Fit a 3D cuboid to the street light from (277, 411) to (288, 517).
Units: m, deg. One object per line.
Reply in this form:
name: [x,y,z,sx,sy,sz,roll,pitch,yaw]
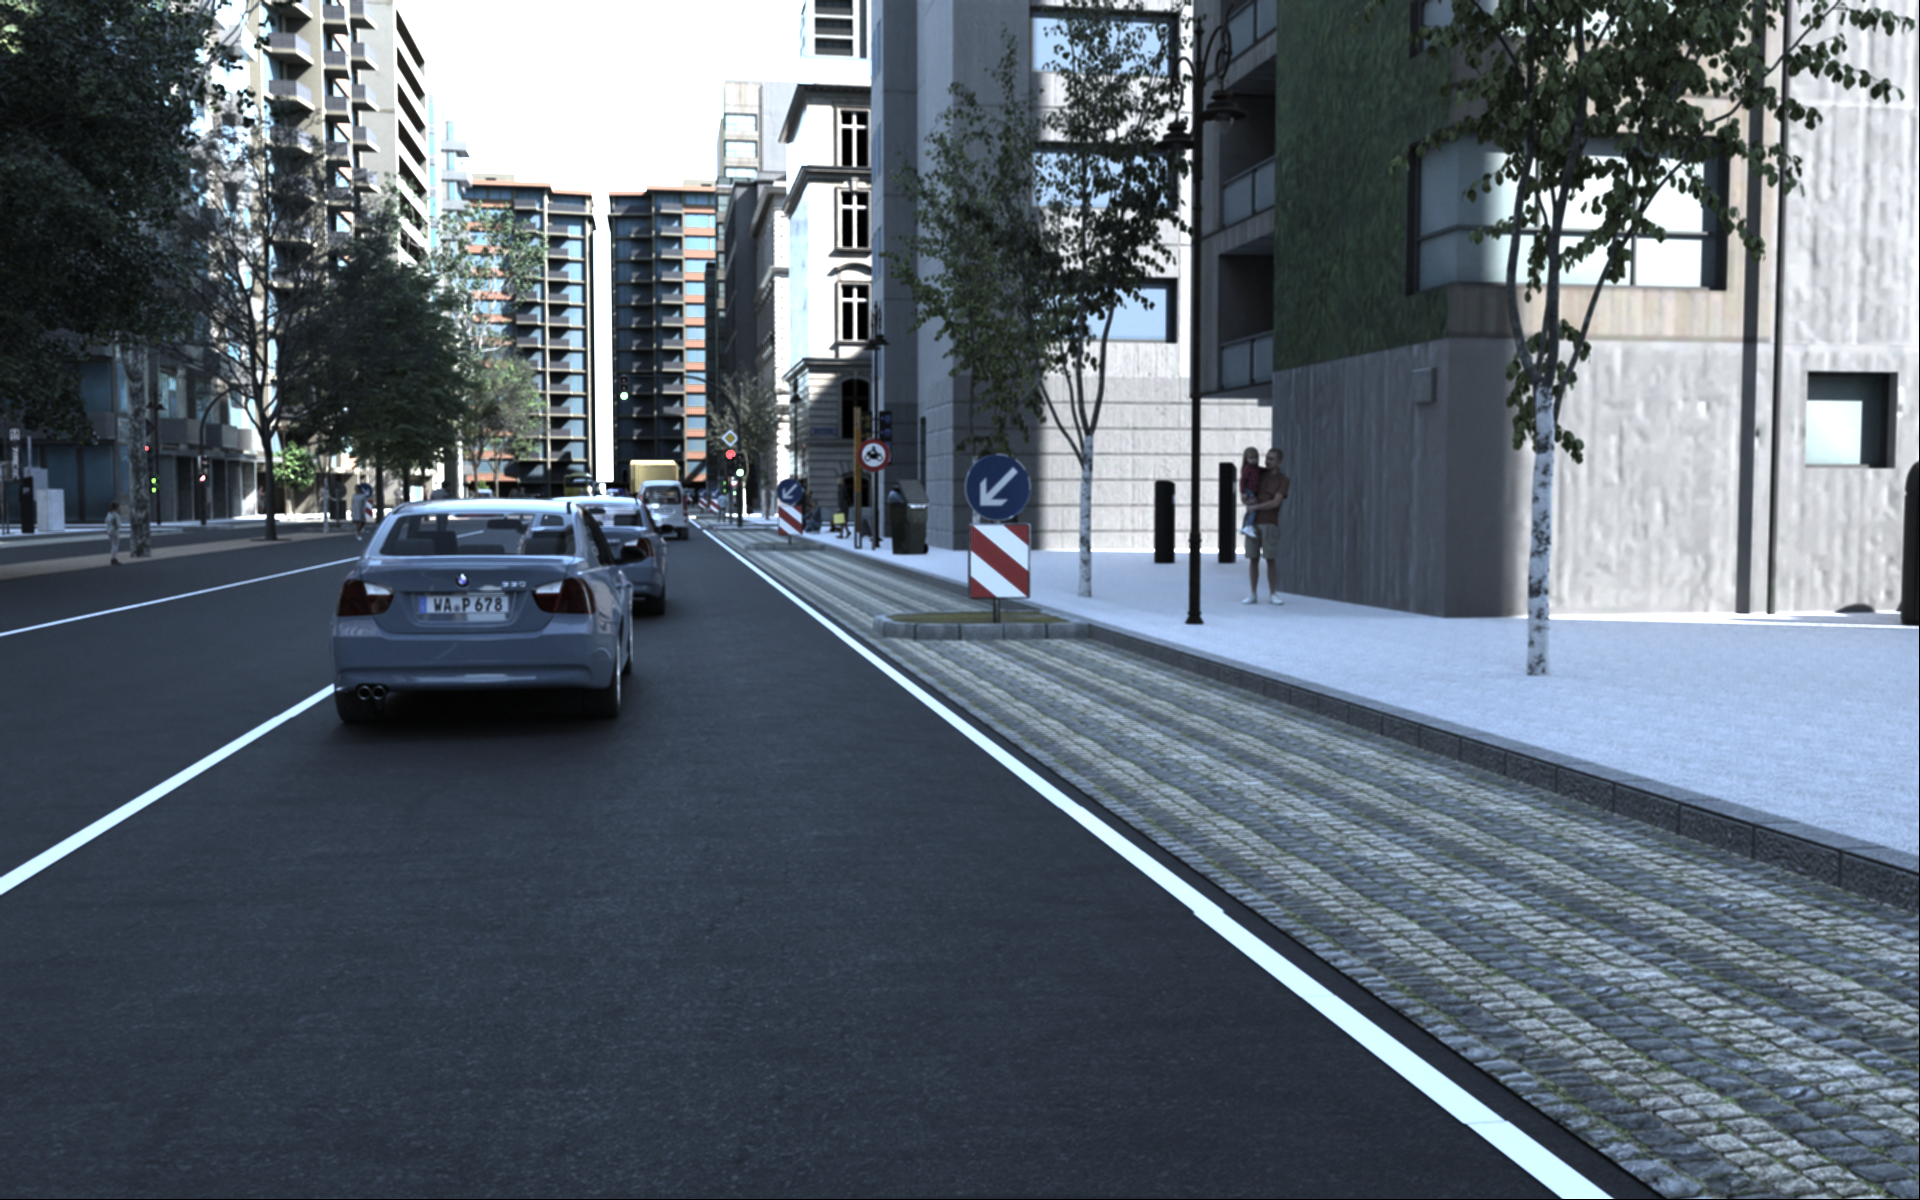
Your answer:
street light: [-37.585,-7.559,96.380,0.468,5.910,1.993,-1,4,-10]

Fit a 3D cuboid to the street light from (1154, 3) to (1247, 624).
street light: [2.322,-2.702,16.972,0.468,5.910,1.993,-1,4,-10]

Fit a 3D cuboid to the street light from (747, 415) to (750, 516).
street light: [-12.085,-7.719,98.999,0.468,5.910,1.993,-1,4,-10]

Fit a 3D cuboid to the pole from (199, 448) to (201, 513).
pole: [-33.753,-5.095,77.152,0.158,3.312,0.155,0,3,0]

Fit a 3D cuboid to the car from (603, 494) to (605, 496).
car: [-38.910,-11.107,190.639,2.155,1.783,4.494,-1,4,-11]

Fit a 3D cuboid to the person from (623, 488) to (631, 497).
person: [-23.083,-6.857,120.412,0.655,1.846,0.447,0,4,4]

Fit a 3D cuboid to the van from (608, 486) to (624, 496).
van: [-39.421,-11.865,198.372,2.240,2.365,5.245,-1,4,-10]

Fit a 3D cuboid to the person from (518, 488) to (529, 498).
person: [-24.716,-5.468,98.083,0.661,1.801,0.590,3,5,42]

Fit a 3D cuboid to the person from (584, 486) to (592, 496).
person: [-17.811,-4.561,83.263,0.537,1.800,0.526,3,4,39]

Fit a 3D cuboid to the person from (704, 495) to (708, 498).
person: [-30.469,-12.173,205.800,1.217,1.736,0.721,0,4,7]

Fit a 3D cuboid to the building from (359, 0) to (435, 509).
building: [-59.295,-32.392,153.314,21.300,48.544,21.600,-1,4,-10]

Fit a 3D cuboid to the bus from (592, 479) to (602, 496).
bus: [-46.094,-13.404,214.012,2.948,3.499,13.247,-1,4,-8]

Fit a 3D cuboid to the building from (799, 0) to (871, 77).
building: [-11.702,-49.389,245.763,20.611,71.187,20.563,-1,4,-10]

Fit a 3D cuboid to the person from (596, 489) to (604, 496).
person: [-27.462,-7.565,132.372,0.721,1.800,0.419,0,4,-7]

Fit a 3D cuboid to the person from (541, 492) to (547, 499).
person: [-47.307,-11.481,197.012,0.742,1.727,0.445,-3,4,-39]

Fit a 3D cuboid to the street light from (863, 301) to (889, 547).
street light: [-2.010,-4.208,41.596,0.468,5.910,1.993,-1,4,-10]

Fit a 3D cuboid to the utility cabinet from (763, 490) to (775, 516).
utility cabinet: [-11.058,-5.577,99.858,0.318,1.500,1.173,-2,4,-35]

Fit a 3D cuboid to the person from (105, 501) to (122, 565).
person: [-17.063,-1.357,34.970,0.425,1.301,0.394,1,4,15]

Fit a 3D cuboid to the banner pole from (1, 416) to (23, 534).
banner pole: [-30.208,-3.986,55.190,0.863,3.779,0.401,1,4,15]

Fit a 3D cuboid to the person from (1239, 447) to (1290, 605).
person: [3.494,-0.866,20.177,0.580,1.828,0.573,-1,4,-17]

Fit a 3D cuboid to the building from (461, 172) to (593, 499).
building: [-64.699,-35.708,238.446,28.867,44.769,22.147,-1,4,-10]

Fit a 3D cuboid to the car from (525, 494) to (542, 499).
car: [-32.985,-7.571,133.574,2.009,1.686,4.222,-1,4,-10]

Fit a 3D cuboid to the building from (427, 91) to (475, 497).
building: [-73.279,-35.702,203.335,30.456,49.044,23.786,-1,4,-10]

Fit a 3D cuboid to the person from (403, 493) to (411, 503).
person: [-30.748,-5.356,96.175,0.767,1.812,0.694,-3,5,-40]

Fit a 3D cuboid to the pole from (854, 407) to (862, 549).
pole: [-2.398,-2.862,40.630,0.158,3.312,0.155,0,3,0]

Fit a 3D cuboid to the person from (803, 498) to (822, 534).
person: [-4.793,-2.719,55.996,0.738,1.151,1.012,-1,4,-14]

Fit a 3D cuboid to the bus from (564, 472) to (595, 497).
bus: [-43.325,-12.564,196.968,2.896,3.916,12.252,-1,4,-9]

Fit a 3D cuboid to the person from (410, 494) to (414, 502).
person: [-29.043,-5.052,91.777,0.598,1.740,0.731,0,4,3]

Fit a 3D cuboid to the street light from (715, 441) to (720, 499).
street light: [-20.842,-10.766,148.810,0.468,5.910,1.993,-1,4,-10]

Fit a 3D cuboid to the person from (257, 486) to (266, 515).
person: [-42.508,-6.065,105.563,0.532,1.782,0.716,-3,4,-38]

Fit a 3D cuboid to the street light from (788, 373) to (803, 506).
street light: [-6.273,-5.715,66.232,0.468,5.910,1.993,-1,4,-10]

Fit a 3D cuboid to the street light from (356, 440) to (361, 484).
street light: [-41.930,-9.065,121.001,0.468,5.910,1.993,-1,4,-10]

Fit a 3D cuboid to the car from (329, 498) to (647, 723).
car: [-3.242,-0.015,12.245,2.014,1.417,4.499,-1,4,-9]

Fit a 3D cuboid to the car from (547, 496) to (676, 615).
car: [-4.576,-0.595,21.725,2.014,1.417,4.499,-1,4,-10]

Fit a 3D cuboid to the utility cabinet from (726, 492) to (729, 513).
utility cabinet: [-15.350,-6.543,115.660,0.318,1.500,1.173,0,4,7]

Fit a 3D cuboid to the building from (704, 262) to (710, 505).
building: [-24.921,-27.260,217.399,14.160,30.474,14.107,-1,4,-10]

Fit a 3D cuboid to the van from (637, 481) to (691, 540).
van: [-9.643,-2.982,55.768,2.013,2.044,4.112,-1,4,-11]

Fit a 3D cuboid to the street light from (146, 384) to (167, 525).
street light: [-33.263,-6.052,71.736,0.468,5.910,1.993,-1,4,-10]

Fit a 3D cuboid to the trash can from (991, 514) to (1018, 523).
trash can: [0.975,-1.625,38.229,0.748,1.137,0.748,0,3,0]

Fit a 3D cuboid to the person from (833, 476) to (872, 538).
person: [-3.150,-2.709,50.553,1.509,1.804,0.699,-3,5,-44]

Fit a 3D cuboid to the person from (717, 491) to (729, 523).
person: [-11.668,-4.579,85.176,0.589,1.601,0.330,0,4,-4]

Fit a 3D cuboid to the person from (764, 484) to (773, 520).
person: [-9.534,-4.885,86.245,0.374,1.781,0.599,2,4,24]

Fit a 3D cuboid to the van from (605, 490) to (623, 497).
van: [-34.451,-10.075,171.732,2.013,2.044,4.112,-1,4,-11]

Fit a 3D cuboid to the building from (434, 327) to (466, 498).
building: [-67.033,-20.408,178.712,27.650,21.520,28.899,-1,4,-10]

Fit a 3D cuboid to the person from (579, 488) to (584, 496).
person: [-21.512,-5.474,98.183,0.526,1.800,0.537,-2,4,-30]

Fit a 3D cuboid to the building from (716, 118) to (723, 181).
building: [-21.258,-33.820,203.072,14.600,45.320,14.200,-1,4,-10]

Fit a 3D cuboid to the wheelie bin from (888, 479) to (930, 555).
wheelie bin: [-1.127,-1.777,36.969,0.980,1.594,0.693,-3,5,-40]

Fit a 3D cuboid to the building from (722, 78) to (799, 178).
building: [-16.872,-30.065,175.160,14.154,41.232,14.086,-1,4,-10]

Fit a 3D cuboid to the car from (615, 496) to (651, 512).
car: [-9.593,-2.172,47.876,2.083,1.381,4.827,-1,4,-12]

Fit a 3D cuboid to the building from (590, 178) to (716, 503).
building: [-36.221,-35.997,243.167,28.867,44.769,22.147,-1,4,-10]

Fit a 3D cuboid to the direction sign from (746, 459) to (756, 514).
direction sign: [-13.409,-7.297,111.298,0.379,3.537,0.876,2,4,35]

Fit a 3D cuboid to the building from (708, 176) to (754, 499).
building: [-15.680,-23.813,161.045,14.160,30.474,14.107,-1,4,-10]

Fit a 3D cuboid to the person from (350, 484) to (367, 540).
person: [-18.775,-2.737,54.006,0.466,1.731,0.760,-3,4,-37]

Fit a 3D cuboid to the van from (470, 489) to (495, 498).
van: [-39.594,-8.364,143.758,2.013,2.044,4.112,-1,4,-11]

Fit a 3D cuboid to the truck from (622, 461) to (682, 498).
truck: [-17.603,-6.333,99.463,3.469,3.379,9.791,-1,4,-11]

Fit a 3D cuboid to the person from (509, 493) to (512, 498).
person: [-52.823,-11.936,203.743,0.705,1.812,1.348,-2,4,-29]

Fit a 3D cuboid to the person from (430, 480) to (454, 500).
person: [-13.787,-2.288,46.095,0.592,1.802,0.473,2,4,29]

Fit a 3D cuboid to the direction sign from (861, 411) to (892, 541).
direction sign: [-2.300,-3.386,47.361,0.876,3.537,0.379,0,4,7]
